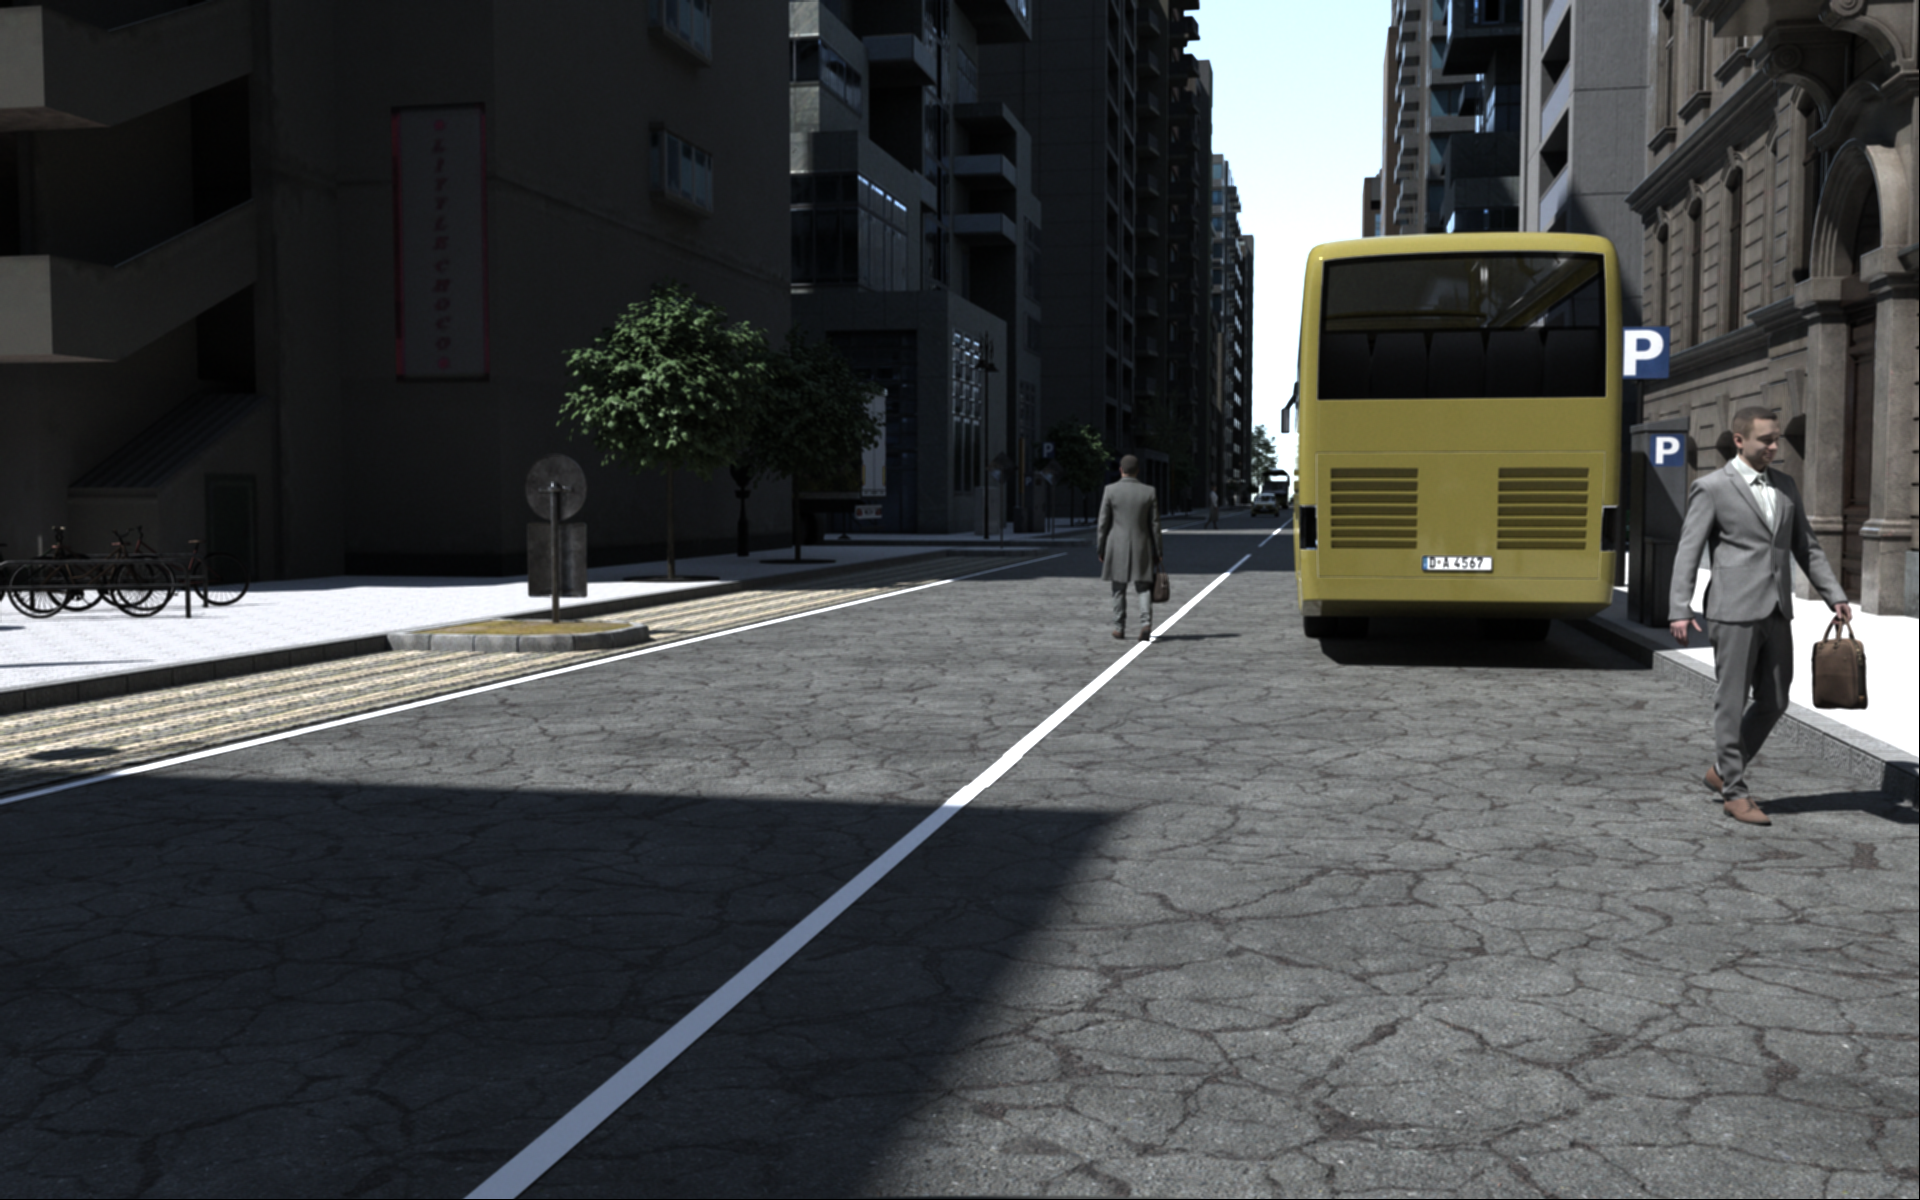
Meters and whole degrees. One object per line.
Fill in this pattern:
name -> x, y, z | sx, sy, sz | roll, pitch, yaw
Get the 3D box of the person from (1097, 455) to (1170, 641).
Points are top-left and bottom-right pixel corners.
person -> 1.688, -0.512, 16.968 | 0.694, 1.812, 0.767 | 0, 4, -1

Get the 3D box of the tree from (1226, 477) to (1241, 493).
tree -> 31.192, -12.490, 198.809 | 1.663, 3.219, 1.824 | 0, 3, 0

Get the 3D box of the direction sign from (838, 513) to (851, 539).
direction sign -> -3.287, -3.490, 49.053 | 0.876, 3.537, 0.379 | -1, 4, -20

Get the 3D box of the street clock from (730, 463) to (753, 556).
street clock -> -4.473, -1.903, 35.678 | 0.471, 2.002, 0.358 | 1, 4, 12

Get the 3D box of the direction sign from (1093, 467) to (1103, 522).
direction sign -> 6.205, -5.276, 78.257 | 0.379, 3.537, 0.876 | 2, 4, 35

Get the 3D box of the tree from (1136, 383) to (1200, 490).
tree -> 13.699, -10.090, 115.328 | 4.737, 8.622, 4.395 | 0, 3, 0

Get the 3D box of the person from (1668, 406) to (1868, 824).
person -> 3.489, 0.063, 7.592 | 0.709, 1.813, 0.853 | -1, 4, -16

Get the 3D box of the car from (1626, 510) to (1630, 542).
car -> 18.425, -2.032, 42.015 | 4.718, 1.807, 1.959 | 1, 4, 10

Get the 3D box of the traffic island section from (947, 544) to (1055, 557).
traffic island section -> 0.958, -1.126, 40.695 | 2.009, 0.180, 2.903 | 1, 4, 12

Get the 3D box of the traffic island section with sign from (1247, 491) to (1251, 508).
traffic island section with sign -> 28.445, -10.023, 172.506 | 1.989, 1.847, 2.006 | 1, 4, 12

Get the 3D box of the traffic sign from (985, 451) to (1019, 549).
traffic sign -> 0.982, -2.262, 40.628 | 0.795, 2.450, 0.064 | 1, 4, 12

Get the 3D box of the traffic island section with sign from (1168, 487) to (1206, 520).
traffic island section with sign -> 12.778, -5.425, 97.325 | 1.989, 1.847, 2.006 | 1, 4, 12

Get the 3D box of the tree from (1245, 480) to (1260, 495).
tree -> 39.790, -14.853, 237.450 | 1.663, 3.219, 1.824 | 0, 3, 0

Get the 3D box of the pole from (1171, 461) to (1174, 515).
pole -> 12.929, -6.816, 105.287 | 0.158, 3.312, 0.155 | 0, 3, 0

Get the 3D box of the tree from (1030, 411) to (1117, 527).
tree -> 4.437, -5.142, 67.792 | 4.285, 4.588, 4.351 | 0, 3, 0

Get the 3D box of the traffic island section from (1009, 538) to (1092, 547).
traffic island section -> 2.587, -1.604, 48.512 | 2.009, 0.180, 2.903 | 1, 4, 12

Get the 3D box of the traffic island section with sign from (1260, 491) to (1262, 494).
traffic island section with sign -> 45.277, -14.964, 253.294 | 1.989, 1.847, 2.006 | 1, 4, 12

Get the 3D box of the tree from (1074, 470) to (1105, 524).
tree -> 5.524, -4.863, 74.103 | 1.663, 3.219, 1.824 | 0, 3, 0

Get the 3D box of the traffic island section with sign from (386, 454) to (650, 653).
traffic island section with sign -> -4.076, -0.482, 16.512 | 1.989, 1.847, 2.006 | 1, 4, 12

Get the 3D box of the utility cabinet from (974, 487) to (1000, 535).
utility cabinet -> 0.858, -2.767, 53.915 | 0.318, 1.500, 1.173 | 2, 4, 28

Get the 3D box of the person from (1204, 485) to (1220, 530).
person -> 10.112, -3.717, 69.505 | 0.641, 1.798, 0.478 | 2, 4, 26

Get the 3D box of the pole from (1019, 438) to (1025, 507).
pole -> 2.252, -4.242, 63.207 | 0.158, 3.312, 0.155 | 0, 3, 0

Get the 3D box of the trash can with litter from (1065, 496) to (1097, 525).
trash can with litter -> 5.081, -3.704, 71.610 | 1.678, 1.210, 2.233 | 1, 4, 9

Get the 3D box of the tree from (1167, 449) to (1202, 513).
tree -> 15.023, -8.308, 119.543 | 4.285, 4.588, 4.351 | 0, 3, 0

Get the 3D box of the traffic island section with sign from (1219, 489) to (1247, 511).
traffic island section with sign -> 22.938, -8.409, 146.117 | 1.989, 1.847, 2.006 | 1, 4, 12

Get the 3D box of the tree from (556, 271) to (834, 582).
tree -> -4.222, -2.570, 25.733 | 4.285, 4.588, 4.351 | 0, 3, 0

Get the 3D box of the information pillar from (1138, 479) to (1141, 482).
information pillar -> 8.857, -5.017, 86.515 | 0.304, 2.012, 0.304 | 0, 4, 1

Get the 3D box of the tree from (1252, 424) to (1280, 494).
tree -> 47.867, -22.056, 278.744 | 7.486, 12.596, 7.792 | 0, 3, 0

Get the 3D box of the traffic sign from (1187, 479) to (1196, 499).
traffic sign -> 16.320, -7.491, 122.591 | 0.768, 2.556, 0.104 | 1, 4, 17

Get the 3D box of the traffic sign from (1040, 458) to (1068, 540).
traffic sign -> 2.612, -2.740, 48.446 | 0.795, 2.450, 0.064 | 1, 4, 12

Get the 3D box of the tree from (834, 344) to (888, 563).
tree -> -3.099, -2.984, 32.503 | 4.285, 4.588, 4.351 | 0, 3, 0

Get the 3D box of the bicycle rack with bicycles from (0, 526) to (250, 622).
bicycle rack with bicycles -> -9.276, -0.314, 18.516 | 2.925, 0.926, 2.852 | -1, 4, -17
